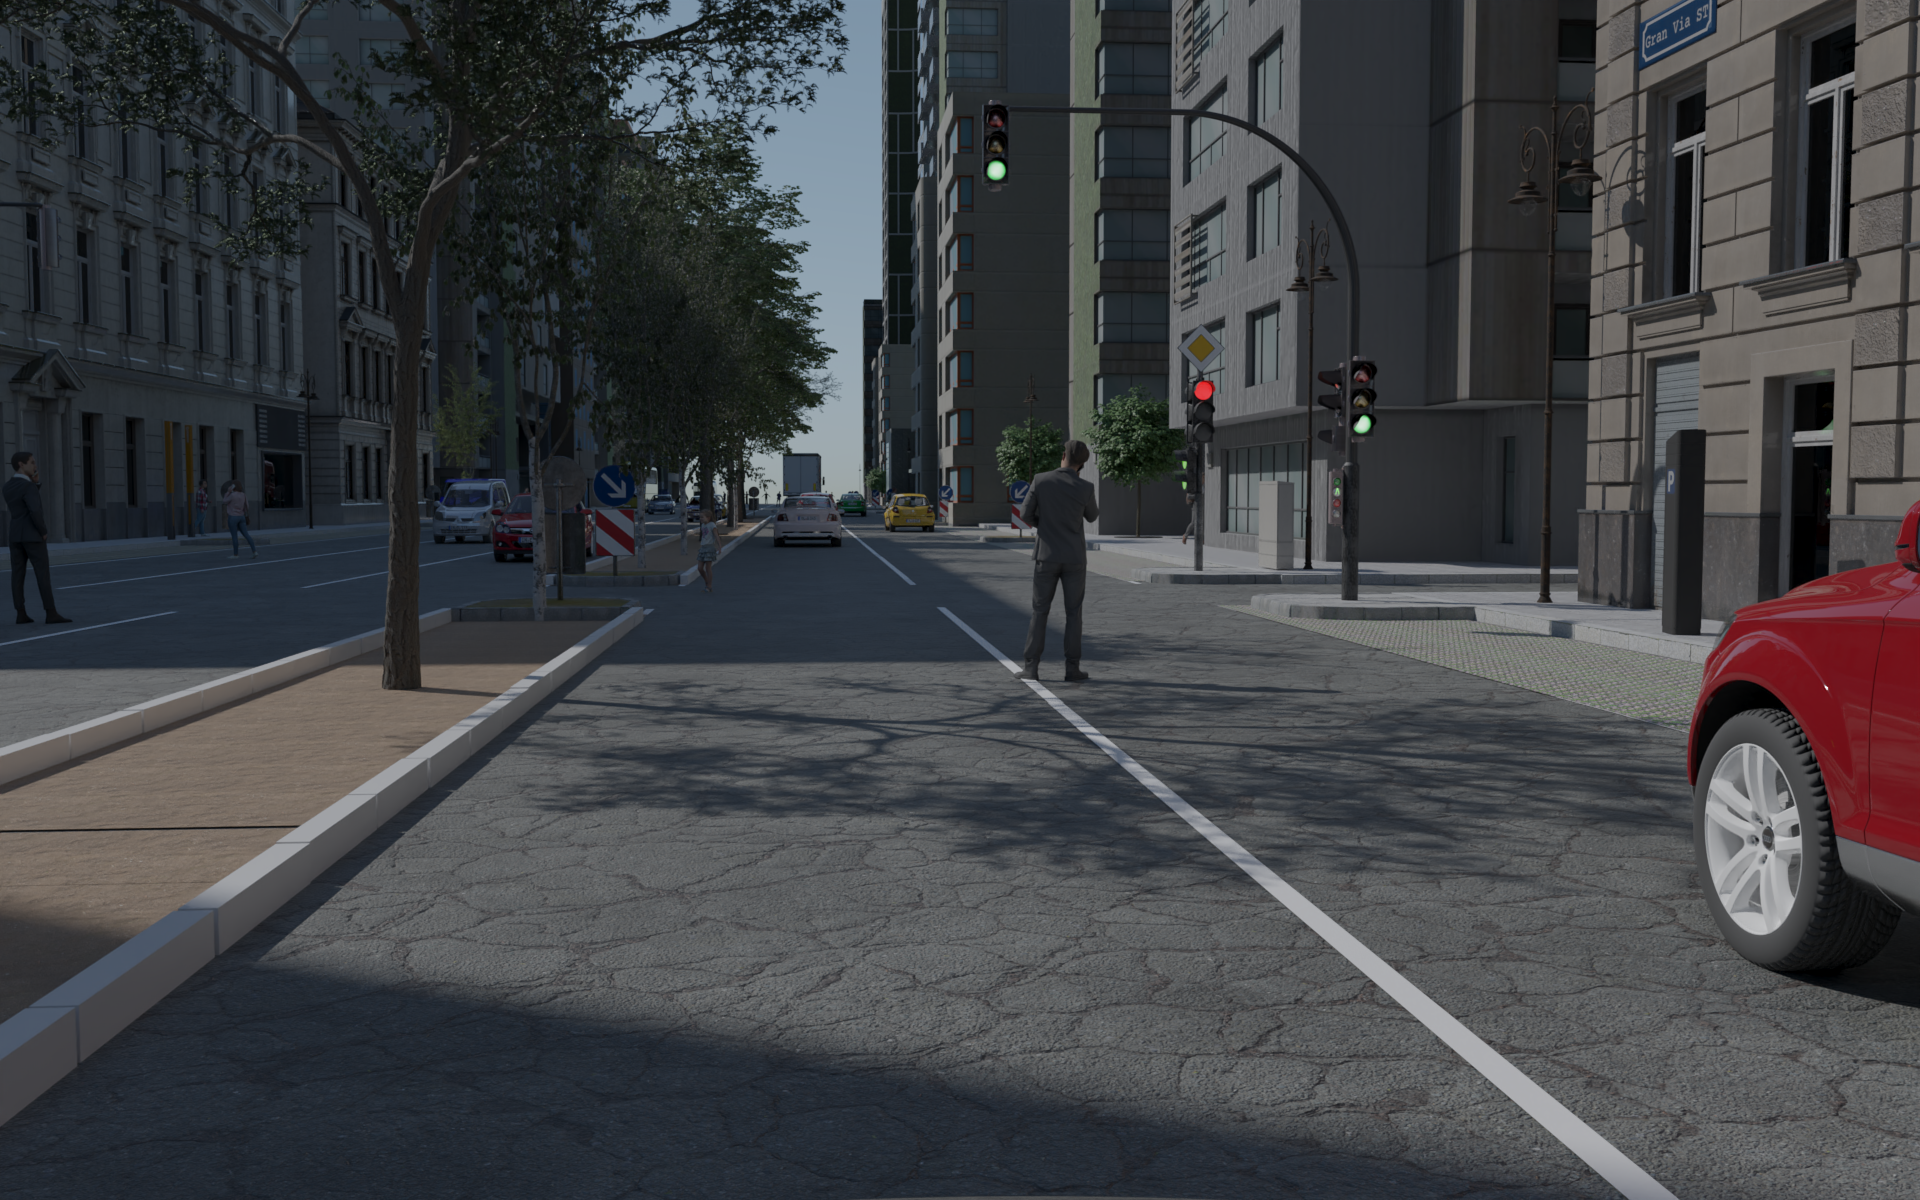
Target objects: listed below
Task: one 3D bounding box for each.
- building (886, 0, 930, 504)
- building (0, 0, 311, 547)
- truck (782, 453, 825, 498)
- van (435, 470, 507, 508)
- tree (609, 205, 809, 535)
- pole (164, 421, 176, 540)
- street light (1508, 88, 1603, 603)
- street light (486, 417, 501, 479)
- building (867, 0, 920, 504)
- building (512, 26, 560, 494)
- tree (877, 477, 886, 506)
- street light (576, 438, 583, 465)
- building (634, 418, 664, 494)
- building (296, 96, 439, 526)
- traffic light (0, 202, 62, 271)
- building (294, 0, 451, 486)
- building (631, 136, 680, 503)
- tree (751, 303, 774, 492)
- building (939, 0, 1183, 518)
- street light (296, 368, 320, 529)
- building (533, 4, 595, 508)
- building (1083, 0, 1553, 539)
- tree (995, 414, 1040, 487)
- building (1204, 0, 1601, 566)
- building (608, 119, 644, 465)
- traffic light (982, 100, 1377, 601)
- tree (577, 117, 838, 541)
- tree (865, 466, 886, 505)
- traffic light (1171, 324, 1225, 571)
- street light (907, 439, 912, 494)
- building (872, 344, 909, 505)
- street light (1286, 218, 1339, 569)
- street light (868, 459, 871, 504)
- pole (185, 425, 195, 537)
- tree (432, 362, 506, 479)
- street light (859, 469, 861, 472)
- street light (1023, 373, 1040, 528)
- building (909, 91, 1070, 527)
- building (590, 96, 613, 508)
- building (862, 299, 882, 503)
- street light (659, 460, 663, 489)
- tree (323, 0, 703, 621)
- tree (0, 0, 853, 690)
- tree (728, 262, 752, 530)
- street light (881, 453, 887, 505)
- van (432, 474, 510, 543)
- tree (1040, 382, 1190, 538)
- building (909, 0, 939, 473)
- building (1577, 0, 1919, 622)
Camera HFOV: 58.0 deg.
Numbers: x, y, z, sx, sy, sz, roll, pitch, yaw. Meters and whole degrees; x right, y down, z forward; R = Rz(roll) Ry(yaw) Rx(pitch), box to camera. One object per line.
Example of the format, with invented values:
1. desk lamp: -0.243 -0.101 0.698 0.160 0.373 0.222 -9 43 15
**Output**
1. building: 4.823 -52.034 163.434 22.319 86.520 31.000 0 4 -5
2. building: -31.511 -16.525 46.605 17.030 29.872 44.131 0 4 -5
3. truck: -11.177 -8.245 123.714 2.839 4.237 11.283 0 4 -3
4. van: -19.011 -3.870 67.659 2.240 2.365 5.245 0 4 -4
5. tree: -8.799 -8.077 60.271 9.928 11.665 9.643 0 3 0
6. pole: -22.107 -3.341 48.462 0.158 3.312 0.155 0 3 0
7. street light: 6.910 -2.905 20.286 0.468 5.910 1.993 0 4 -5
8. street light: -27.621 -7.974 103.157 0.468 5.910 1.993 0 4 -5
9. building: -2.248 -48.928 238.216 20.563 71.187 20.611 0 4 -5
10. building: -44.703 -32.902 127.179 28.713 52.752 27.495 0 4 -5
11. tree: -8.461 -12.190 193.908 1.663 3.219 1.824 0 3 0
12. street light: -30.949 -10.283 140.912 0.468 5.910 1.993 0 4 -5
13. building: -45.404 -27.426 220.123 14.160 30.474 14.107 0 4 -5
14. building: -30.692 -13.098 78.785 10.561 19.102 19.286 0 4 -5
15. traffic light: -16.532 -3.198 26.960 4.771 5.953 1.251 0 4 -5
16. building: -35.917 -25.926 107.486 14.154 41.232 14.086 0 4 -5
17. building: -50.107 -37.513 237.041 21.300 48.544 21.600 0 4 -5
18. tree: -6.406 -5.328 39.936 4.360 8.622 3.978 0 3 0
19. building: 5.547 -26.148 111.118 14.154 41.232 14.086 0 4 -5
20. street light: -24.004 -5.573 63.901 0.468 5.910 1.993 0 4 -5
21. building: -39.464 -30.499 148.771 14.600 45.320 14.200 0 4 -5
22. building: 10.673 -23.021 59.994 14.154 41.232 14.086 0 4 -5
23. tree: 3.010 -5.353 71.234 4.285 4.588 4.351 0 3 0
24. building: 12.582 -21.502 35.153 14.086 41.232 14.154 0 4 -5
25. building: -47.933 -33.204 197.513 22.147 44.769 28.867 0 4 -5
26. traffic light: 2.604 -2.803 20.504 4.771 5.953 1.251 0 4 -5
27. tree: -7.527 -8.009 51.531 7.486 12.596 7.792 0 3 0
28. tree: -9.225 -13.117 198.172 4.285 4.588 4.351 0 3 0
29. traffic light: 3.961 -2.438 28.785 0.839 4.253 0.868 0 4 -5
30. street light: -4.181 -10.339 141.827 0.468 5.910 1.993 0 4 -5
31. building: 3.471 -22.654 215.438 27.650 21.520 28.899 0 4 -5
32. street light: 5.940 -3.461 29.375 0.468 5.910 1.993 0 4 -5
33. street light: -11.780 -15.467 225.668 0.468 5.910 1.993 0 4 -5
34. pole: -22.802 -3.513 51.287 0.158 3.312 0.155 0 3 0
35. tree: -27.266 -8.875 95.474 4.737 8.622 4.395 0 3 0
36. street light: -15.162 -17.720 262.513 0.468 5.910 1.993 0 4 -5
37. street light: 2.710 -5.715 66.233 0.468 5.910 1.993 0 4 -5
38. building: 12.157 -15.000 90.286 27.650 21.520 28.899 0 4 -5
39. building: -40.735 -29.342 163.343 14.154 41.232 14.086 0 4 -5
40. building: -7.450 -29.644 256.387 14.160 30.474 14.107 0 4 -5
41. street light: -38.410 -15.289 222.768 0.468 5.910 1.993 0 4 -5
42. tree: -4.682 -4.046 18.965 4.360 8.622 3.978 0 3 0
43. tree: -4.088 -4.597 12.038 8.767 10.594 7.601 0 4 -5
44. tree: -6.111 -4.903 32.979 4.360 8.622 3.978 0 3 0
45. street light: -8.410 -13.213 188.822 0.468 5.910 1.993 0 4 -5
46. van: -14.496 -2.725 51.563 2.013 2.044 4.112 0 4 -4
47. tree: 5.165 -4.101 50.767 4.285 4.588 4.351 0 3 0
48. building: 8.387 -31.428 133.455 23.786 49.044 30.456 0 4 -5
49. building: 14.075 -12.908 8.304 12.463 27.353 25.104 0 4 -5
